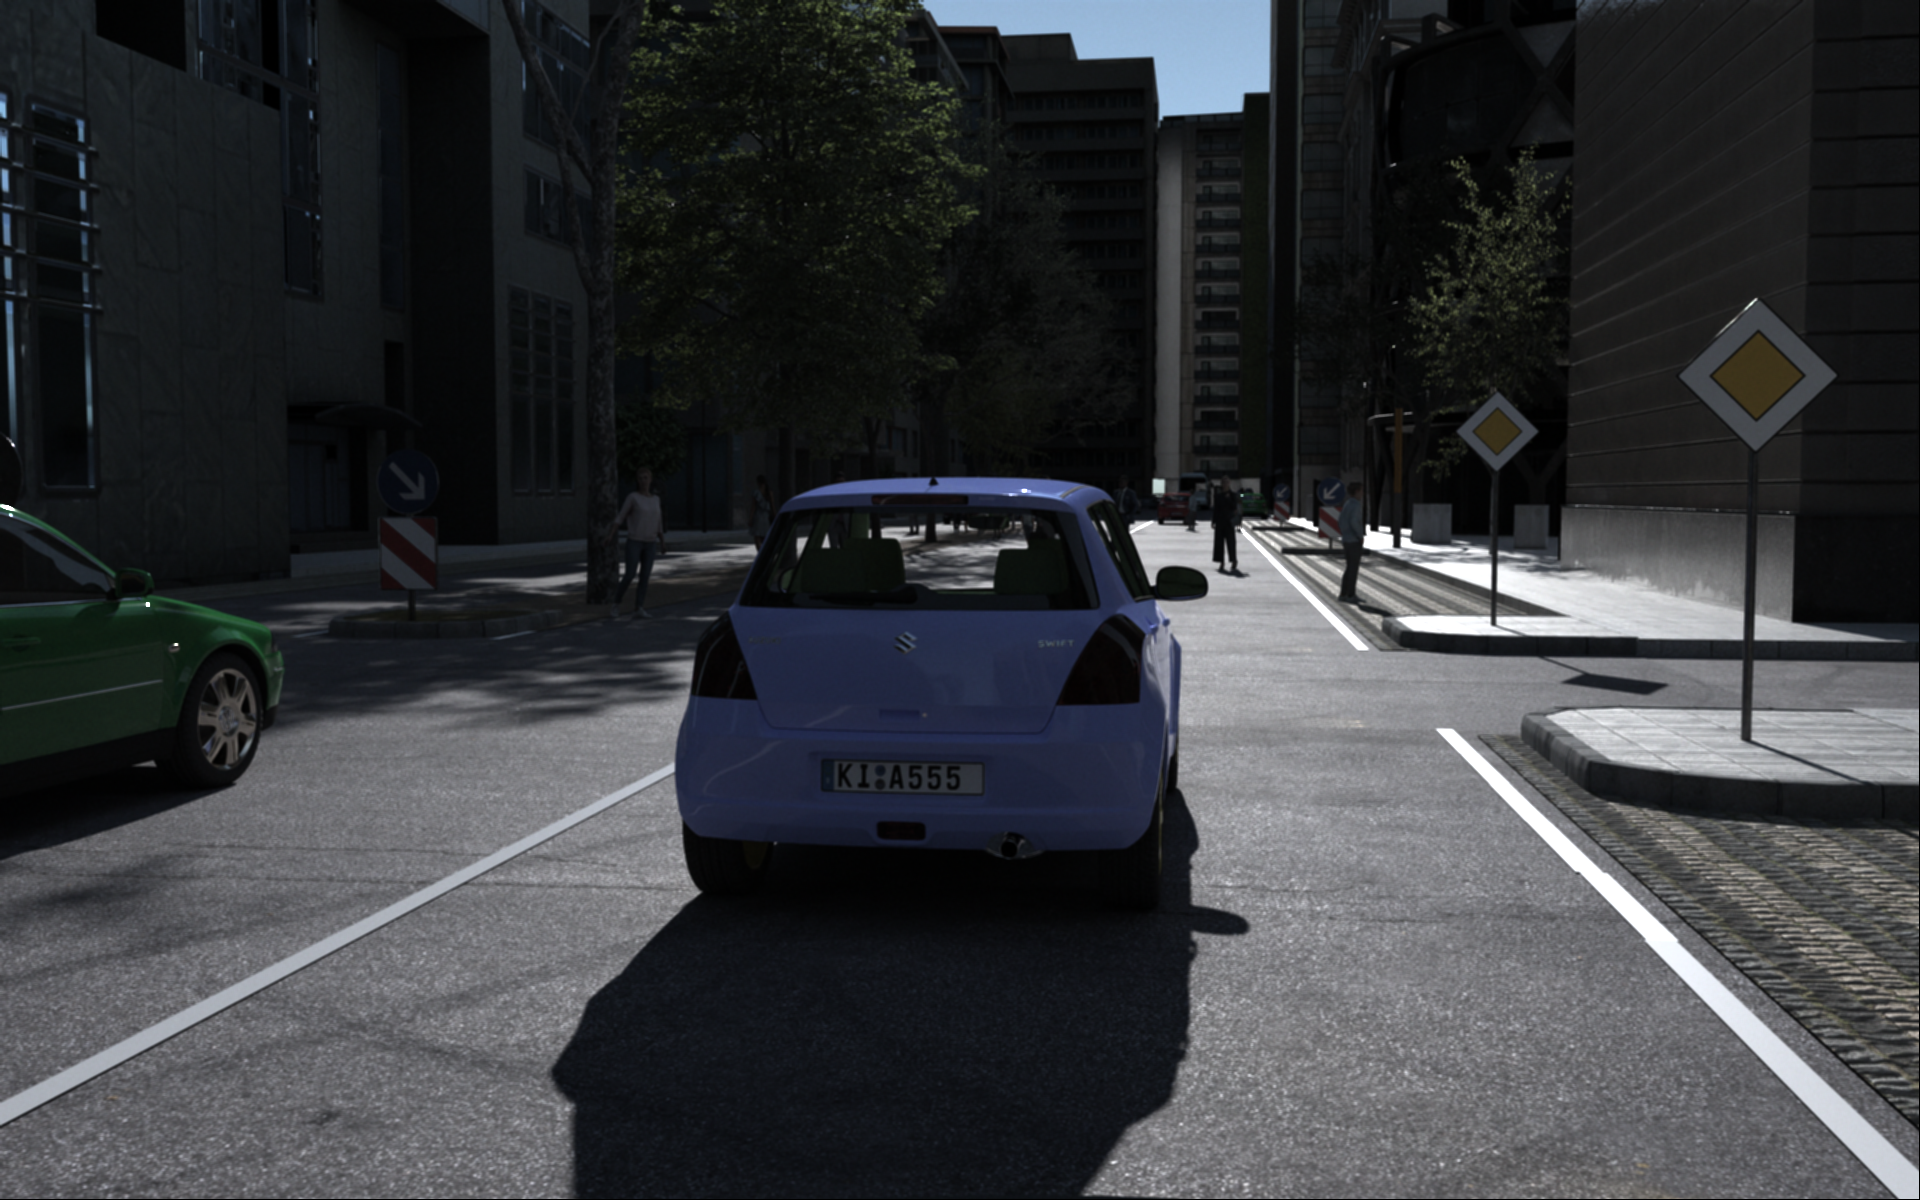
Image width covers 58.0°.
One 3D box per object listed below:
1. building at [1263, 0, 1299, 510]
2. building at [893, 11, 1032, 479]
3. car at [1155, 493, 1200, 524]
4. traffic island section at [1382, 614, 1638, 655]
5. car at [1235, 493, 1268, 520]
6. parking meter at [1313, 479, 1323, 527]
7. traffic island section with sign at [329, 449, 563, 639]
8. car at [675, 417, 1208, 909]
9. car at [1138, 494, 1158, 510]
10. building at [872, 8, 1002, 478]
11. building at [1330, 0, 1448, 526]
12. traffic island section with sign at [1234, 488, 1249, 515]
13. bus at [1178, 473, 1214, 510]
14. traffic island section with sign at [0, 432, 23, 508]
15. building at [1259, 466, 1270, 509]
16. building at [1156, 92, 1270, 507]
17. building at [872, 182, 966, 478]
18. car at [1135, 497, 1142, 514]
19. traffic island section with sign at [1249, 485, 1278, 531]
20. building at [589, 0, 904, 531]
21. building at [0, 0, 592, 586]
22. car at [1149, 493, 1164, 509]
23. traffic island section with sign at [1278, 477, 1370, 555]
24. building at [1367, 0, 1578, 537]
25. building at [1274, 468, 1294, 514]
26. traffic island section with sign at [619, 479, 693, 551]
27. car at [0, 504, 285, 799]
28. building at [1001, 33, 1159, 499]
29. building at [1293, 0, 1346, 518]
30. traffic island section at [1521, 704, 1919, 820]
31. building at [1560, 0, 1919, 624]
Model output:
[{"bbox_3d":[31.716,-29.805,137.416,14.600,45.320,14.200,0,4,8],"label":"building"},{"bbox_3d":[-8.505,-30.932,160.369,28.867,44.769,22.147,0,4,8],"label":"building"},{"bbox_3d":[10.478,-4.556,83.527,2.155,1.783,4.494,0,4,8],"label":"car"},{"bbox_3d":[5.237,0.326,16.943,2.009,0.180,2.903,0,4,8],"label":"traffic island section"},{"bbox_3d":[16.645,-5.520,99.043,1.959,1.807,4.718,0,4,8],"label":"car"},{"bbox_3d":[13.996,-3.784,67.577,0.399,1.863,0.255,0,4,-2],"label":"parking meter"},{"bbox_3d":[-5.480,-0.610,18.112,2.006,1.907,1.989,0,4,8],"label":"traffic island section with sign"},{"bbox_3d":[0.074,0.135,7.378,1.945,1.707,3.694,1,4,8],"label":"car"},{"bbox_3d":[17.460,-9.116,161.046,2.014,1.417,4.499,1,4,8],"label":"car"},{"bbox_3d":[-13.078,-27.210,136.768,32.217,40.220,23.993,0,4,8],"label":"building"},{"bbox_3d":[24.400,-17.773,77.981,14.401,28.519,23.554,0,4,8],"label":"building"},{"bbox_3d":[19.562,-6.691,118.029,1.989,1.847,2.006,0,4,8],"label":"traffic island section with sign"},{"bbox_3d":[21.604,-10.028,158.810,2.948,3.499,13.247,1,4,10],"label":"bus"},{"bbox_3d":[-6.528,-0.162,10.779,2.006,1.907,1.989,0,4,8],"label":"traffic island section with sign"},{"bbox_3d":[37.586,-43.737,153.344,20.563,71.187,20.611,0,4,8],"label":"building"},{"bbox_3d":[27.566,-30.391,180.493,14.086,41.232,14.154,0,4,8],"label":"building"},{"bbox_3d":[-15.259,-16.263,110.938,27.650,21.520,28.899,0,4,8],"label":"building"},{"bbox_3d":[12.191,-6.966,126.249,2.083,1.381,4.827,1,4,9],"label":"car"},{"bbox_3d":[12.494,-3.635,68.057,1.989,1.847,2.006,0,4,8],"label":"traffic island section with sign"},{"bbox_3d":[-15.570,-27.715,72.741,23.786,49.044,30.456,0,4,8],"label":"building"},{"bbox_3d":[-21.775,-44.083,33.433,22.319,86.520,31.000,0,4,8],"label":"building"},{"bbox_3d":[19.176,-9.627,166.448,2.155,1.783,4.494,1,4,10],"label":"car"},{"bbox_3d":[8.708,-2.002,41.368,1.989,1.847,2.006,0,4,8],"label":"traffic island section with sign"},{"bbox_3d":[22.073,-11.608,57.250,16.820,18.784,16.811,0,4,8],"label":"building"},{"bbox_3d":[38.014,-25.993,116.864,32.217,40.220,23.993,0,4,8],"label":"building"},{"bbox_3d":[-7.981,-2.197,44.552,1.989,1.847,2.006,0,4,8],"label":"traffic island section with sign"},{"bbox_3d":[-4.652,0.097,7.218,1.959,1.807,4.718,1,4,9],"label":"car"},{"bbox_3d":[10.478,-34.443,186.849,21.600,48.544,21.300,0,4,8],"label":"building"},{"bbox_3d":[26.265,-25.385,98.637,14.154,41.232,14.086,0,4,8],"label":"building"},{"bbox_3d":[4.117,0.810,9.036,2.009,0.180,2.903,0,4,8],"label":"traffic island section"},{"bbox_3d":[21.097,-13.644,20.345,25.104,27.353,12.463,0,4,8],"label":"building"}]
